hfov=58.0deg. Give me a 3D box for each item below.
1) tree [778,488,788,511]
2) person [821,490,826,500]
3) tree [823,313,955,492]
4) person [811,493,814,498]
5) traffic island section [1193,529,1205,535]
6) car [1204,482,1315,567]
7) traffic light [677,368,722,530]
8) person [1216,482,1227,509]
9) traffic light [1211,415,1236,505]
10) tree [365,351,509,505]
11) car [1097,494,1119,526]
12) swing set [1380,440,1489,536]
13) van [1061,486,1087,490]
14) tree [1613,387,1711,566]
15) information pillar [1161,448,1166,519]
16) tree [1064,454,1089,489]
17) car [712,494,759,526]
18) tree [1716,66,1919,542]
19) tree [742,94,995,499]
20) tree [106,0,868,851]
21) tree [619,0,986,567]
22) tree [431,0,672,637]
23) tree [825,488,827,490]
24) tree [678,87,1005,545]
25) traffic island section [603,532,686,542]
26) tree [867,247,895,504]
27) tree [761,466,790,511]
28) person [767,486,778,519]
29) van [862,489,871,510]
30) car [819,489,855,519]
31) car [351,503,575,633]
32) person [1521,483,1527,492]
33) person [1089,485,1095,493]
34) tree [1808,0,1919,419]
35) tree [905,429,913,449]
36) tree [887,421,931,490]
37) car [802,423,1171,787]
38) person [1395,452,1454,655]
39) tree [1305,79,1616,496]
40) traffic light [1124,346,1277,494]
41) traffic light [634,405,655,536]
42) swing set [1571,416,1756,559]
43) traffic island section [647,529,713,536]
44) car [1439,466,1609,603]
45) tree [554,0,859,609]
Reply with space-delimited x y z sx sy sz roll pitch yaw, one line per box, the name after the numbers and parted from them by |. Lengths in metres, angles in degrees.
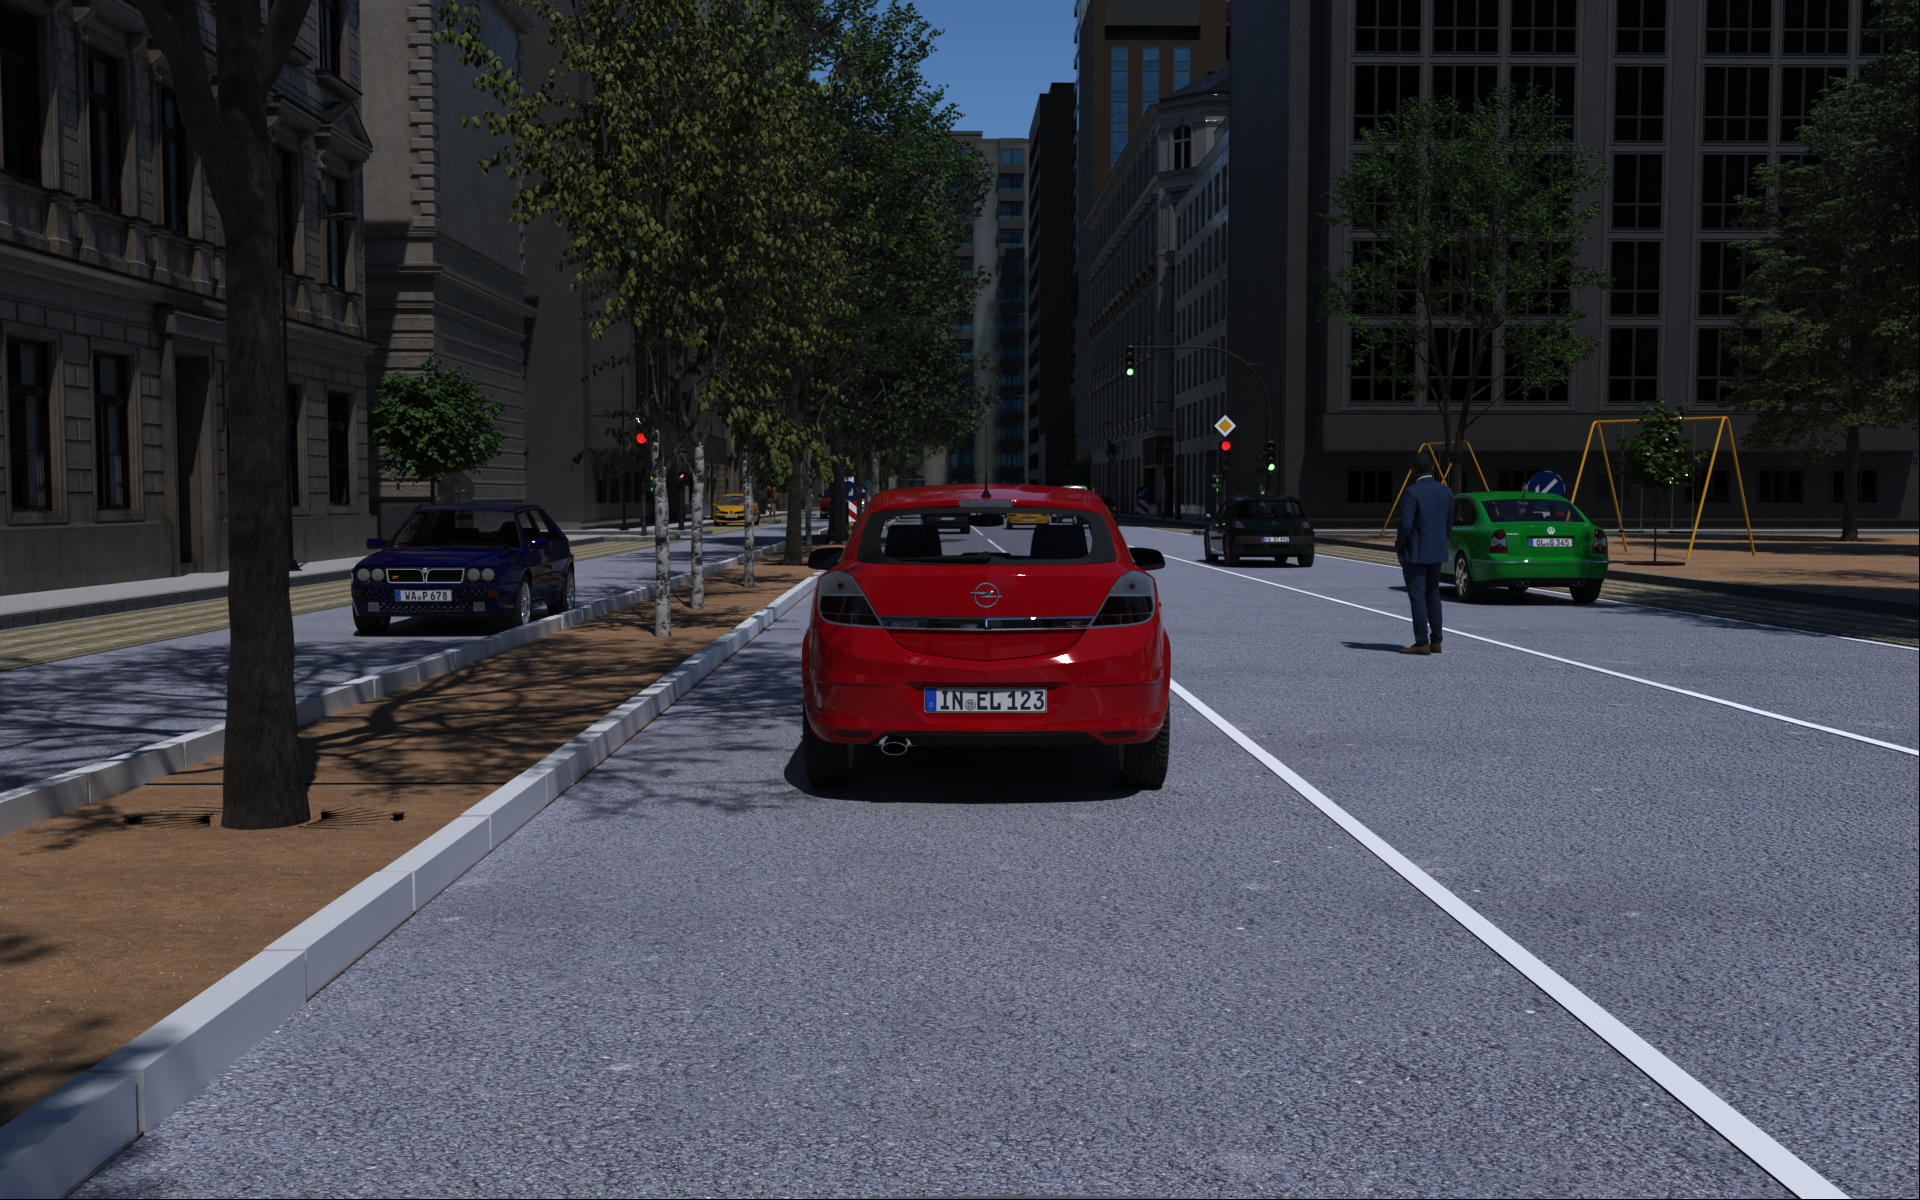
-13.686 -8.475 133.173 1.663 3.219 1.824 0 3 0 | tree
-8.613 -6.181 110.396 0.563 1.720 0.643 1 4 16 | person
-4.467 -11.591 98.622 9.857 13.997 8.962 0 3 0 | tree
-13.098 -8.715 151.729 0.628 1.438 0.799 0 4 -4 | person
9.388 -2.396 61.459 2.009 0.180 2.903 0 4 -1 | traffic island section
6.066 -1.566 35.385 2.009 1.686 4.222 0 4 0 | car
-7.720 -5.285 61.074 4.771 5.953 1.251 0 4 -1 | traffic light
10.872 -4.024 72.020 0.466 1.800 0.511 -3 4 -36 | person
9.348 -4.430 61.345 0.839 4.253 0.868 0 4 -1 | traffic light
-12.156 -3.430 39.796 4.285 4.588 4.351 0 3 0 | tree
5.683 -3.860 72.905 2.009 1.686 4.222 0 3 0 | car
14.487 -3.329 52.052 2.862 2.851 3.119 0 4 -8 | swing set
5.507 -4.850 86.314 2.013 2.044 4.112 0 4 -3 | van
12.753 -2.249 31.366 1.663 3.219 1.824 0 3 0 | tree
10.352 -5.904 87.883 0.183 3.616 0.504 0 4 0 | information pillar
10.187 -9.681 141.994 4.285 4.588 4.351 0 3 0 | tree
-10.003 -4.116 77.521 2.015 1.641 3.980 0 4 0 | car
24.521 -7.850 46.473 7.486 12.596 7.792 0 3 0 | tree
-5.189 -13.629 81.184 12.611 20.169 13.585 0 3 0 | tree
-2.979 -5.757 6.962 12.009 13.543 11.850 0 3 0 | tree
-3.222 -6.479 34.140 9.928 11.665 9.643 0 3 0 | tree
-2.916 -3.912 16.783 4.737 8.622 4.395 0 3 0 | tree
-14.944 -11.474 182.194 1.663 3.219 1.824 0 3 0 | tree
-3.463 -7.903 48.685 9.611 12.733 9.660 0 3 0 | tree
-9.715 -1.888 53.154 2.009 0.180 2.903 0 4 -1 | traffic island section
-3.645 -5.421 41.456 4.360 8.622 3.978 0 3 0 | tree
-13.687 -8.889 129.056 4.285 4.588 4.351 0 3 0 | tree
-9.552 -4.851 87.789 0.580 1.828 0.573 -2 4 -30 | person
-7.710 -7.717 133.188 2.013 2.044 4.112 0 4 -2 | van
-7.030 -5.613 100.446 2.281 1.827 5.304 0 4 -2 | car
-5.380 -0.396 19.052 1.945 1.354 3.894 0 4 -2 | car
19.010 -3.023 58.121 0.606 1.804 0.583 -3 4 -38 | person
6.180 -4.403 80.289 0.447 1.846 0.655 1 4 18 | person
22.503 -7.847 34.961 9.857 13.997 8.962 0 3 0 | tree
-3.979 -7.350 72.986 4.360 8.622 3.978 0 3 0 | tree
-5.188 -12.172 119.603 7.486 12.596 7.792 0 3 0 | tree
0.150 -0.056 9.962 2.155 1.783 4.494 0 4 1 | car
4.157 -0.415 15.475 0.721 1.800 0.419 -3 4 -37 | person
12.852 -7.283 44.829 9.928 11.665 9.643 0 3 0 | tree
7.394 -4.802 53.184 4.771 5.953 1.251 0 4 -1 | traffic light
-9.675 -3.920 53.020 0.839 4.253 0.868 0 4 -1 | traffic light
14.570 -2.342 35.910 2.862 2.851 3.119 -3 5 -40 | swing set
-9.851 -2.377 61.138 2.009 0.180 2.903 0 4 -1 | traffic island section
7.515 -0.944 24.229 1.959 1.807 4.718 0 4 0 | car
-3.267 -4.196 21.417 4.360 8.622 3.978 0 3 0 | tree
